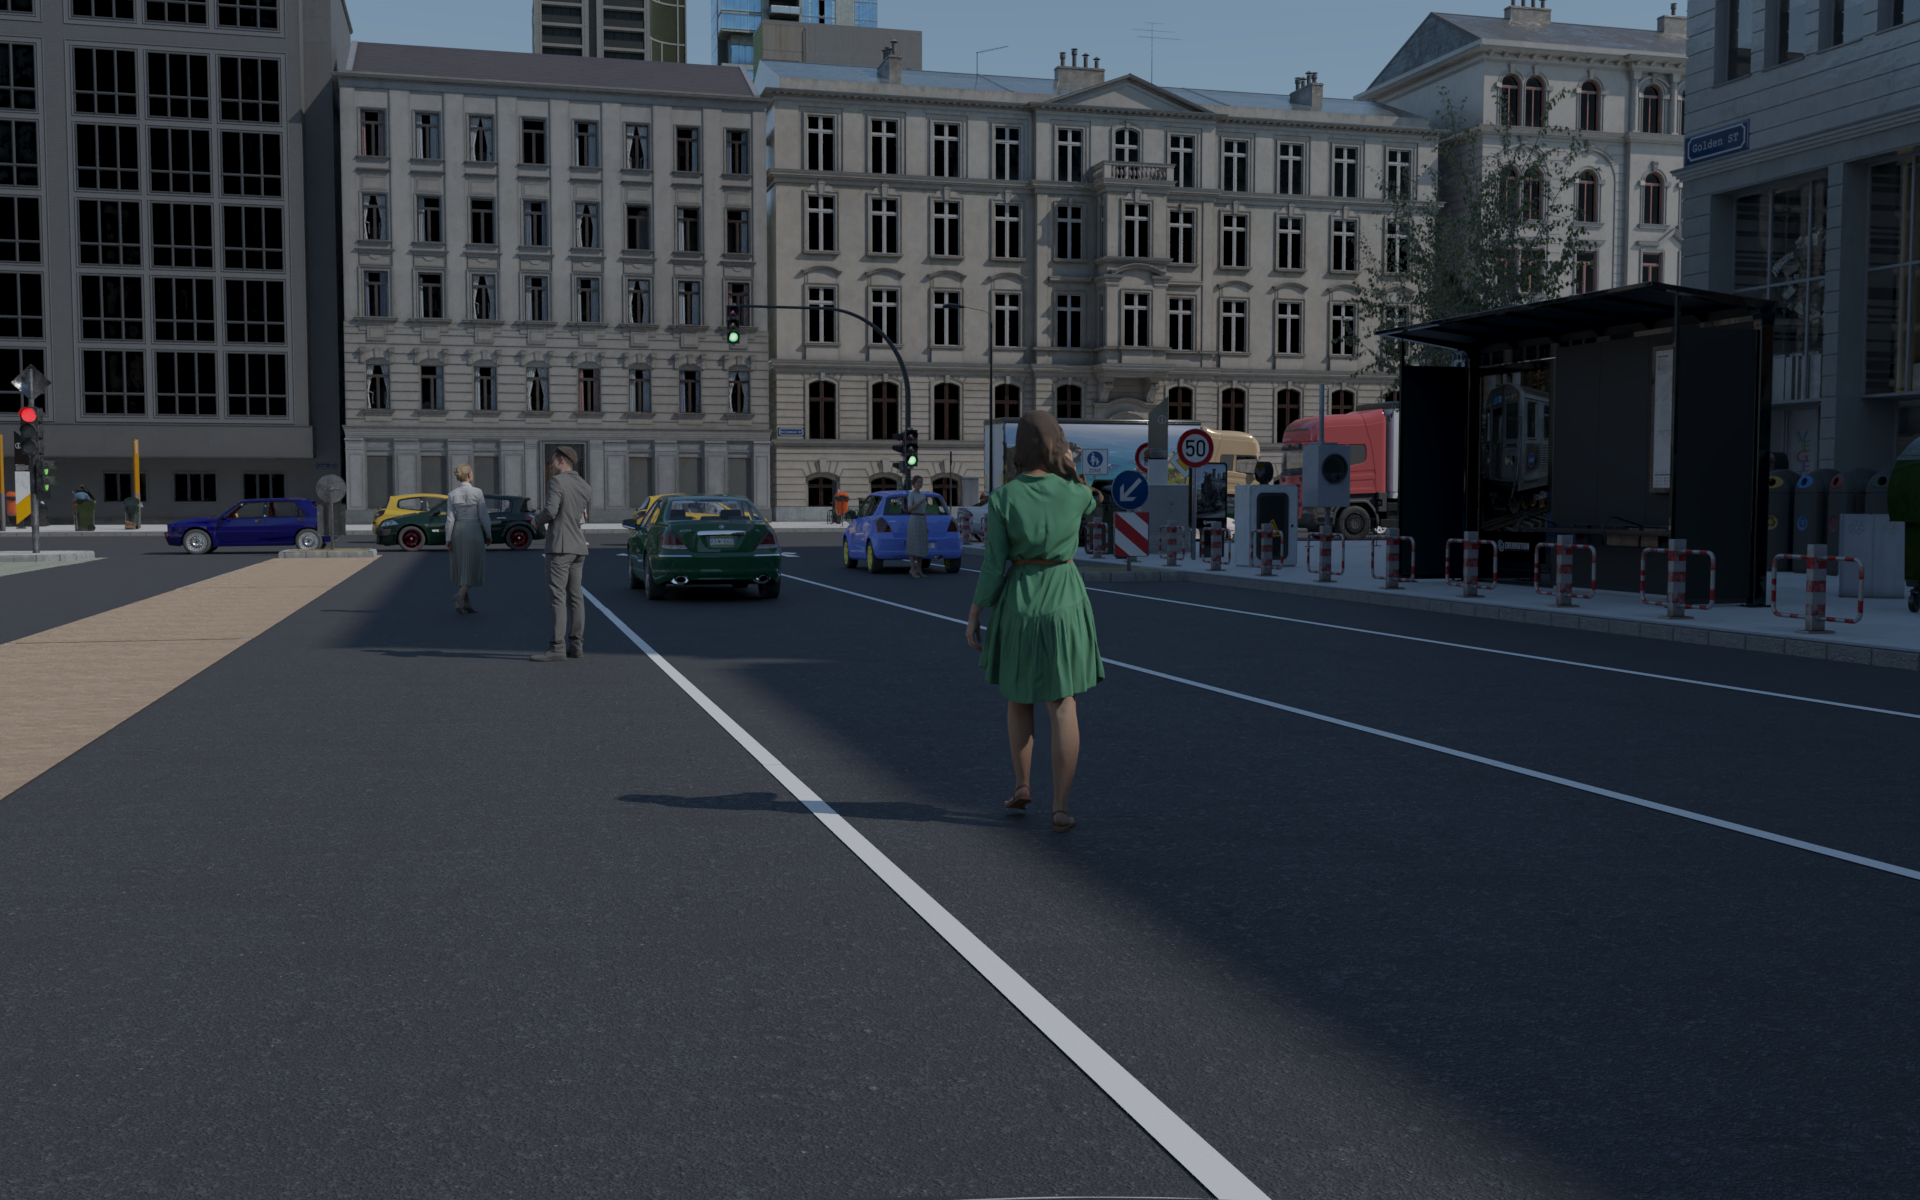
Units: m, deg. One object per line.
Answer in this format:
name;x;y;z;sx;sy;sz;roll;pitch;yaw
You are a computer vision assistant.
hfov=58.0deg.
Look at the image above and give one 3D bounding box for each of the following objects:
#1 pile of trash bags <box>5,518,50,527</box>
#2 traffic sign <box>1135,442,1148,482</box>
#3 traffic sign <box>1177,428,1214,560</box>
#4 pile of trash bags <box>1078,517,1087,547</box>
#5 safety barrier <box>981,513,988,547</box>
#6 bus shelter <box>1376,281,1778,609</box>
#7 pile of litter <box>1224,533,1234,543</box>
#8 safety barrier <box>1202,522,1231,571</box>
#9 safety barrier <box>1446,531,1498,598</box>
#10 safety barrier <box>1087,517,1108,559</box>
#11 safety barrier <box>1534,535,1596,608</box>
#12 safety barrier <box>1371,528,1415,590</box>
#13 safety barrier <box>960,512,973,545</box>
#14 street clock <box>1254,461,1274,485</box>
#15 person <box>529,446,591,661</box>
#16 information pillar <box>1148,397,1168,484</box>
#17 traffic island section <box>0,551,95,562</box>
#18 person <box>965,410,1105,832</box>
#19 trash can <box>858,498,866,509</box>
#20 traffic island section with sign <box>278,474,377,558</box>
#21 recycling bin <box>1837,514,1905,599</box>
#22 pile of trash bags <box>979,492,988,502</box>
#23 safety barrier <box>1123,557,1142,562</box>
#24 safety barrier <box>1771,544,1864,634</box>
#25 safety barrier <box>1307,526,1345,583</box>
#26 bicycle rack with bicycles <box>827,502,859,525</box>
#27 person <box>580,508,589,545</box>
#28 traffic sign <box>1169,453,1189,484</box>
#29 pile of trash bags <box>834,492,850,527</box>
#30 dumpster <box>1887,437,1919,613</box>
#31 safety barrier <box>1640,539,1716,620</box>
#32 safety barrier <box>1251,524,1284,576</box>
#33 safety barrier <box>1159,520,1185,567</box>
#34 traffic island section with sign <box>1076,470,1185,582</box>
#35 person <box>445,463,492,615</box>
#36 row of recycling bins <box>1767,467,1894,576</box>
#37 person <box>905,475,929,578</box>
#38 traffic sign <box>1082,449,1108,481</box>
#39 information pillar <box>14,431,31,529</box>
pile of trash bags;-36.760;-3.543;67.672;1.912;1.369;3.447;-1;4;-20
traffic sign;4.635;-2.591;42.473;0.768;2.556;0.104;-1;4;-10
traffic sign;4.557;-2.054;33.689;0.768;2.556;0.104;-1;4;-13
pile of trash bags;2.595;-2.046;43.209;1.912;1.369;3.447;0;3;0
safety barrier;0.670;-1.686;41.843;0.300;0.817;1.120;-1;4;-15
bus shelter;7.638;-1.901;22.358;1.731;3.624;6.357;-1;4;-15
pile of litter;7.643;-1.933;45.570;1.719;0.858;1.176;1;4;13
safety barrier;4.273;-0.894;28.893;0.300;0.817;1.120;-1;4;-15
safety barrier;6.337;-0.441;21.482;0.300;0.817;1.120;-1;4;-15
safety barrier;2.733;-1.233;34.436;0.300;0.817;1.120;-1;4;-15
safety barrier;6.853;-0.328;19.636;0.300;0.817;1.120;-1;4;-15
safety barrier;5.826;-0.554;23.330;0.300;0.817;1.120;-1;4;-15
safety barrier;0.153;-1.800;43.707;0.300;0.817;1.120;-1;4;-15
street clock;6.754;-2.076;38.520;0.358;2.002;0.471;-1;4;-20
person;-3.510;-0.413;15.061;0.447;1.846;0.655;1;4;20
information pillar;4.763;-3.072;41.580;0.504;3.616;0.183;0;4;-4
traffic island section;-20.100;-0.940;37.646;2.009;0.180;2.903;-1;4;-15
person;0.342;0.075;7.529;0.600;1.795;0.529;-1;4;-12
trash can;-3.783;-3.560;69.859;0.748;1.137;0.748;0;3;0
traffic island section with sign;-14.380;-1.917;39.477;2.006;1.907;1.989;-1;4;-15
recycling bin;11.381;-0.555;21.627;0.722;1.027;0.722;2;4;26
pile of trash bags;1.833;-4.030;75.635;1.912;1.369;3.447;-2;4;-31
safety barrier;3.248;-1.120;32.589;0.300;0.817;1.120;-1;4;-15
safety barrier;7.880;-0.102;15.942;0.300;0.817;1.120;-1;4;-15
safety barrier;5.312;-0.667;25.177;0.300;0.817;1.120;-1;4;-15
bicycle rack with bicycles;-4.612;-3.694;73.777;2.852;0.926;2.925;2;4;35
person;-10.879;-2.432;49.008;0.760;1.731;0.466;0;4;4
traffic sign;5.165;-2.360;39.779;0.795;2.450;0.064;-1;4;-11
pile of trash bags;-3.269;-3.587;68.397;3.447;1.369;1.912;-1;4;-9
dumpster;11.023;-0.953;18.071;1.502;2.255;1.985;-1;4;-15
safety barrier;7.361;-0.215;17.788;0.300;0.817;1.120;-1;4;-15
safety barrier;4.789;-0.781;27.038;0.300;0.817;1.120;-1;4;-15
safety barrier;3.760;-1.007;30.740;0.300;0.817;1.120;-1;4;-15
traffic island section with sign;2.505;-1.263;29.277;1.989;1.847;2.006;-1;4;-15
person;-5.896;-0.729;20.638;0.478;1.798;0.641;1;4;15
row of recycling bins;13.974;-1.252;27.577;1.069;1.692;3.534;-1;4;-10
person;-0.671;-1.258;29.639;0.524;1.755;0.480;3;4;38
traffic sign;3.005;-2.236;38.693;0.606;2.300;0.079;0;4;-7
information pillar;-34.613;-4.438;63.909;0.504;3.616;0.183;-2;4;-30
